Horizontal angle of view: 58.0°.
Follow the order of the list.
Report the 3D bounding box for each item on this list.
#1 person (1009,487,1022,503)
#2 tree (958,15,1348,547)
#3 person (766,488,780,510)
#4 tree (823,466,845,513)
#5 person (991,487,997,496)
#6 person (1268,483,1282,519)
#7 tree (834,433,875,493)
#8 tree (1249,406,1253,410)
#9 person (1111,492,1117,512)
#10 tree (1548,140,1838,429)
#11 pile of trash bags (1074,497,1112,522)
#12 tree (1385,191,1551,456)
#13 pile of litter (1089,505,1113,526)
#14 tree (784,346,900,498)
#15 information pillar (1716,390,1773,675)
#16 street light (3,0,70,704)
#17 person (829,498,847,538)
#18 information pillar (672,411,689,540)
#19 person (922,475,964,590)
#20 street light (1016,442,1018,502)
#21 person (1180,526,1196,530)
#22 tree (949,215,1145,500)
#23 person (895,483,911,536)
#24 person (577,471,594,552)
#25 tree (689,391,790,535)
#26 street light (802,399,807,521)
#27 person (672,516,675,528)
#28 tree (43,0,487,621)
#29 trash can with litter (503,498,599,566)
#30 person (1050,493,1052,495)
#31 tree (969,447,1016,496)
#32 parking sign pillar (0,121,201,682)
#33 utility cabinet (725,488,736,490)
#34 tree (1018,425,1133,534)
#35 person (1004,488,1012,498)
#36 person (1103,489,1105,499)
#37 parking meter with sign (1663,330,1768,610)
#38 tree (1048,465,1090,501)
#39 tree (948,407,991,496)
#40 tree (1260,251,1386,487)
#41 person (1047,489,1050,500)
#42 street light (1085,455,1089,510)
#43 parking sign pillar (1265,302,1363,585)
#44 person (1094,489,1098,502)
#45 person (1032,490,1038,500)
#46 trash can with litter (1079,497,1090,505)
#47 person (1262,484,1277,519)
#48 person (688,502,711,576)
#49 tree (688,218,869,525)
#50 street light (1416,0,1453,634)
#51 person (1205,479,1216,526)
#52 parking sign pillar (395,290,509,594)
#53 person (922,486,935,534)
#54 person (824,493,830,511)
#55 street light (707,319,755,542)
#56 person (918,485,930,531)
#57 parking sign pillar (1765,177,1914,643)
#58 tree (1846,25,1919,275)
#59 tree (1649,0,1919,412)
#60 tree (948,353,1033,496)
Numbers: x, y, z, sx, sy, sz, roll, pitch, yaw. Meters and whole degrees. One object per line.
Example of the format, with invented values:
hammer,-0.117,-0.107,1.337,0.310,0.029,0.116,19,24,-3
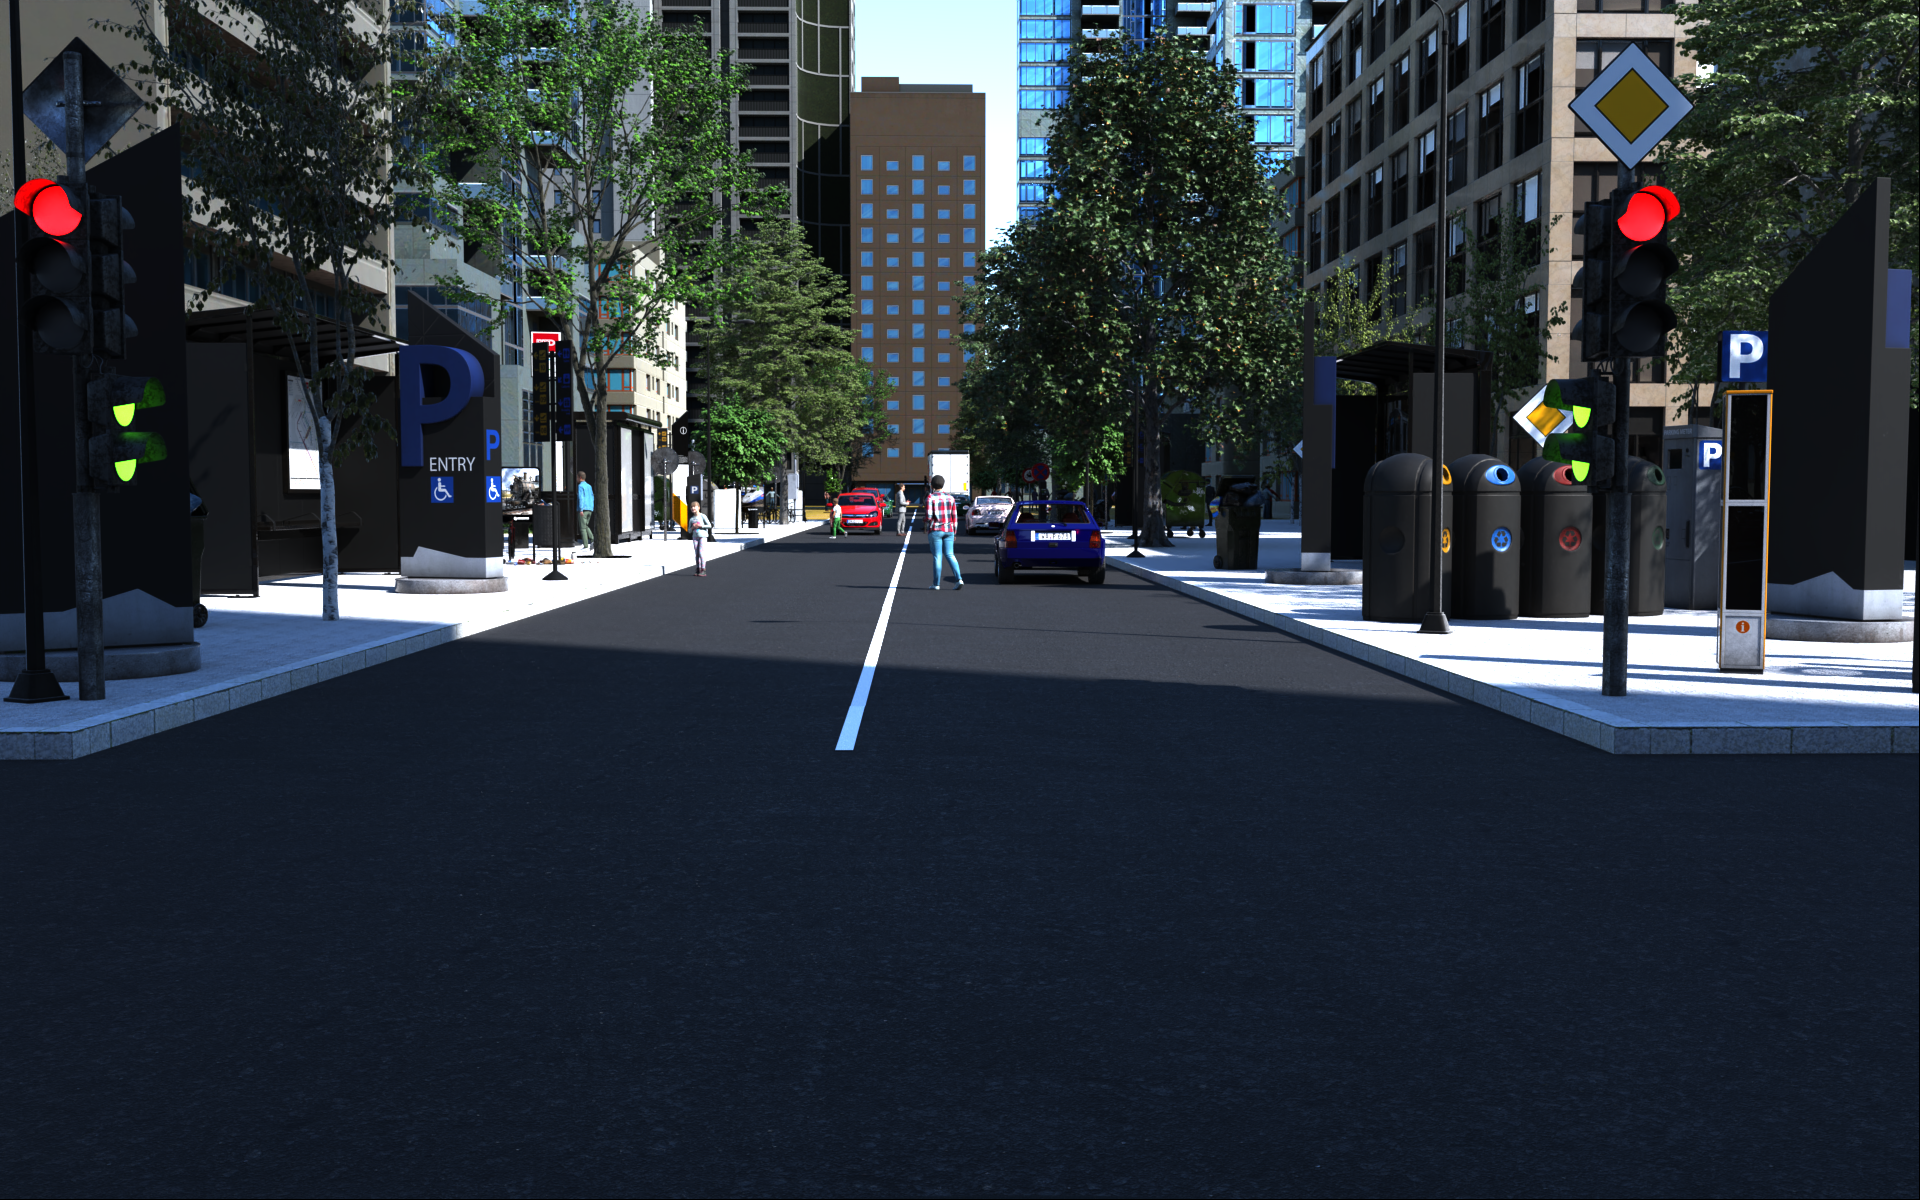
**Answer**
person,3.443,-6.161,107.323,0.990,1.755,0.434,0,4,-4
tree,4.593,-7.640,41.917,9.611,12.733,9.660,0,3,0
person,-15.195,-8.189,140.009,1.350,1.814,0.705,-1,4,-22
tree,-8.803,-7.511,117.400,1.663,3.219,1.824,0,3,0
person,2.736,-7.947,135.916,0.705,1.831,1.348,-2,4,-32
person,15.983,-5.120,89.690,1.348,1.831,0.705,0,4,6
tree,-10.021,-12.731,158.512,4.360,8.622,3.978,0,3,0
tree,12.396,-6.831,62.055,4.737,8.622,4.395,0,3,0
person,8.427,-5.196,91.933,0.756,1.711,0.436,1,4,14
tree,15.042,-5.140,34.405,4.737,8.622,4.395,0,3,0
pile of trash bags,6.610,-4.338,80.674,3.447,1.369,1.912,2,4,33
tree,13.018,-5.663,42.959,4.737,8.622,4.395,0,3,0
pile of litter,5.345,-3.342,68.603,1.719,0.858,1.176,-2,4,-24
tree,-10.090,-14.196,142.469,12.009,13.543,11.850,0,3,0
information pillar,5.621,-0.485,12.422,0.304,2.012,0.304,1,4,20
street light,-5.200,-2.328,10.596,1.470,5.913,1.316,0,4,-1
person,-3.931,-2.637,55.869,0.590,1.304,0.306,1,4,10
information pillar,-7.865,-3.513,48.785,0.504,3.616,0.183,-2,4,-35
person,-0.273,-1.014,25.910,0.563,1.720,0.643,-2,4,-32
street light,2.284,-6.943,86.056,1.470,5.913,1.316,0,4,-1
person,8.171,-3.418,62.326,0.834,1.777,0.661,-2,4,-33
tree,4.247,-10.441,77.365,9.857,13.997,8.962,0,3,0
person,-1.928,-3.087,59.180,0.583,1.804,0.606,-1,4,-16
person,-8.329,-1.967,38.540,0.444,1.785,0.601,2,4,27
tree,-7.132,-4.383,55.375,4.285,4.588,4.351,0,3,0
street light,-6.832,-6.672,81.621,1.470,5.913,1.316,0,4,-1
person,-11.001,-3.655,66.385,0.593,1.750,0.643,2,4,24
tree,-6.527,-4.085,17.158,4.360,8.622,3.978,0,3,0
trash can with litter,-7.918,-1.271,31.838,2.233,1.210,1.678,1,4,12
person,8.700,-9.366,159.898,1.217,1.735,0.721,-2,4,-29
tree,3.605,-6.981,97.846,4.285,4.588,4.351,0,3,0
parking sign pillar,-6.264,-1.462,12.382,1.447,3.967,1.447,-3,4,-39
utility cabinet,-8.981,-3.618,67.825,0.318,1.500,1.173,-1,4,-17
tree,4.200,-4.453,56.513,4.285,4.588,4.351,0,3,0
person,3.650,-7.235,124.851,1.217,1.766,0.721,-1,4,-22
person,12.149,-8.536,146.404,0.445,1.727,0.742,0,4,-1
parking meter with sign,8.241,-1.414,19.387,0.543,3.016,1.738,-1,4,-8
tree,3.841,-4.033,60.544,1.663,3.219,1.824,0,3,0
tree,2.425,-14.013,163.522,8.767,10.594,7.601,1,4,18
tree,12.436,-6.278,53.013,4.737,8.622,4.395,0,3,0
person,3.964,-4.599,81.077,0.661,1.843,0.795,-3,5,-40
street light,3.193,-4.789,50.844,1.470,5.913,1.316,0,4,-1
parking sign pillar,5.151,-2.233,24.988,1.447,3.967,1.447,1,4,11
person,6.500,-4.873,85.888,0.661,1.801,0.590,3,5,40
person,5.784,-7.738,133.483,0.541,1.710,0.530,2,4,32
trash can with litter,4.926,-3.606,70.343,0.624,1.170,1.055,-1,4,-20
person,15.686,-5.032,88.395,0.705,1.814,1.350,-2,4,-29
person,-4.564,-1.072,30.306,0.425,1.301,0.394,0,4,4
tree,-7.787,-9.416,72.083,7.486,12.596,7.792,0,3,0
street light,3.845,-2.646,15.811,1.470,5.913,1.316,0,4,-1
person,9.947,-3.919,69.481,0.474,1.900,0.648,2,4,34
parking sign pillar,-6.690,-2.094,22.709,1.447,3.967,1.447,1,4,17
person,-1.043,-3.378,63.100,0.648,1.900,0.474,-1,4,-15
person,-9.849,-7.478,129.015,0.721,1.736,1.217,1,4,14
street light,-6.158,-4.505,46.198,1.470,5.913,1.316,0,4,-1
person,-1.207,-3.613,67.850,0.850,1.792,0.678,1,4,17
parking sign pillar,7.831,-1.653,15.502,1.447,3.967,1.447,-1,4,-14
tree,13.186,-5.130,18.284,7.601,10.594,8.767,0,4,-2
tree,14.084,-6.701,27.682,7.486,12.596,7.792,0,3,0
tree,2.658,-13.102,132.348,7.486,12.596,7.792,0,3,0
